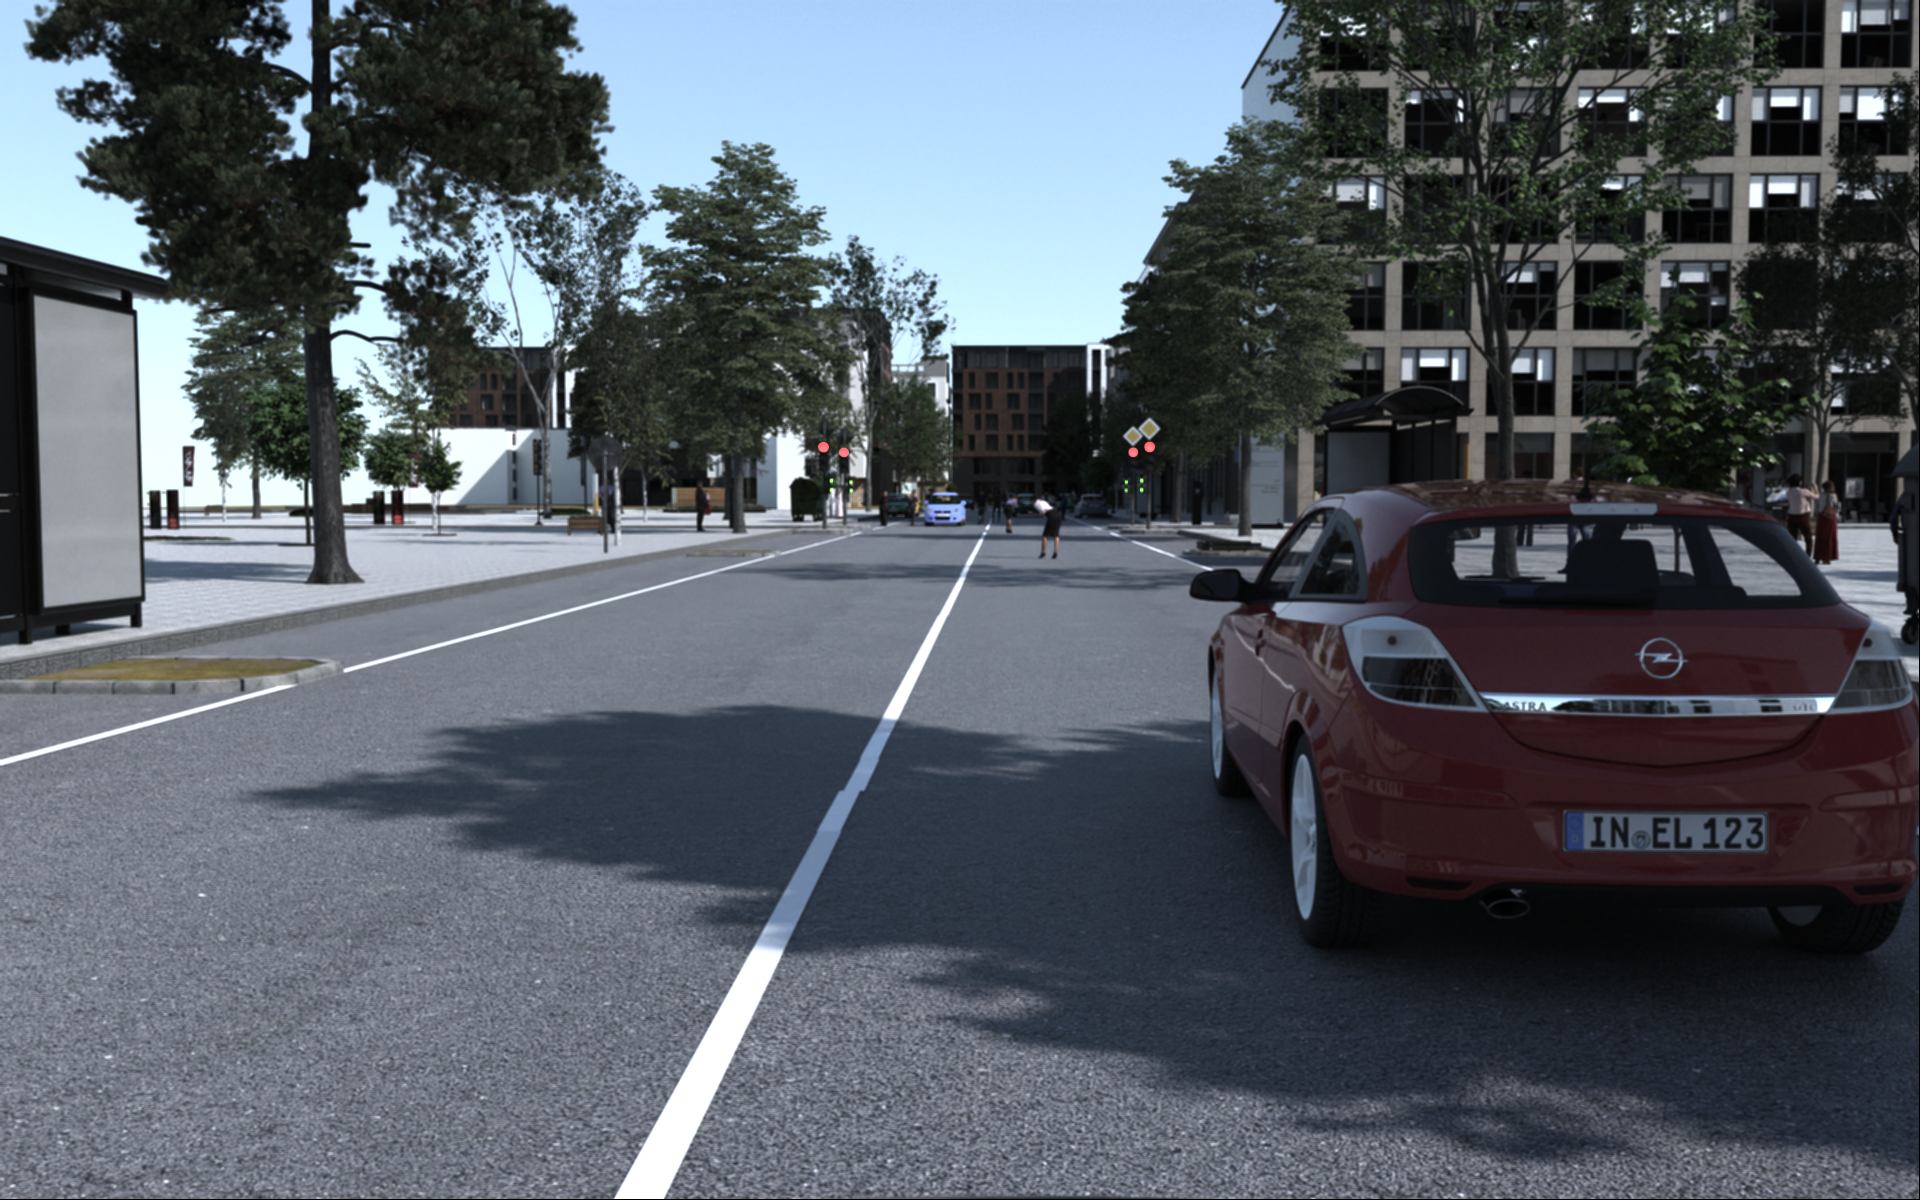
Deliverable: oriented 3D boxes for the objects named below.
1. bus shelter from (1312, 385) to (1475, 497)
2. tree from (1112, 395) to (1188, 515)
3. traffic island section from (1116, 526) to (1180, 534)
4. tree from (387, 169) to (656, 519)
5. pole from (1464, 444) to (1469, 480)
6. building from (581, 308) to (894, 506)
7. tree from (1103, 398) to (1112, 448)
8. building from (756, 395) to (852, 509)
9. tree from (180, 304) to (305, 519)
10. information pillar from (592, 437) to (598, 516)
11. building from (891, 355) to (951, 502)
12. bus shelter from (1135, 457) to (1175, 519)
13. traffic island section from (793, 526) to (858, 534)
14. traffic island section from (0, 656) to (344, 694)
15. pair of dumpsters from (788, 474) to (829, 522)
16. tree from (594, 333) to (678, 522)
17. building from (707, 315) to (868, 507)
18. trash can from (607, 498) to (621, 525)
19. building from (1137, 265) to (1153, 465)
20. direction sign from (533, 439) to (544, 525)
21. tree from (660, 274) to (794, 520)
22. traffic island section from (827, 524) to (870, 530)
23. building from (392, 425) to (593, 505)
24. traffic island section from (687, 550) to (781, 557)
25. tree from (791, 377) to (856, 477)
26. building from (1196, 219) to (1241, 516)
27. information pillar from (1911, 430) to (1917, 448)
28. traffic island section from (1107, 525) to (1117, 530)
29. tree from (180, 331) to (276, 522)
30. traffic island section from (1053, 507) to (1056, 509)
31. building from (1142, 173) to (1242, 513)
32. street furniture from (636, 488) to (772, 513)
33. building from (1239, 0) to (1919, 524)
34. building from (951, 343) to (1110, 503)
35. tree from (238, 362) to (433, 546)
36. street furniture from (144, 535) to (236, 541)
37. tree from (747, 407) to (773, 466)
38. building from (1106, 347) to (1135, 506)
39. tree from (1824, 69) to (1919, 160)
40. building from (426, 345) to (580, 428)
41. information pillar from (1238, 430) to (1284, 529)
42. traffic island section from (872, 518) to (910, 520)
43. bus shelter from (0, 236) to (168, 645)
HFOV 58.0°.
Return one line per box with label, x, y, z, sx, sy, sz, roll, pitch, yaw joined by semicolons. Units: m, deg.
bus shelter;8.612;-2.514;35.025;2.014;3.302;5.546;0;4;1
tree;11.924;-9.381;103.735;4.360;8.622;3.978;0;3;0
traffic island section;6.873;-2.489;62.975;2.009;0.180;2.903;0;4;1
tree;-22.576;-14.321;90.040;12.611;20.169;13.585;0;3;0
pole;20.656;-4.699;70.675;0.158;3.312;0.155;0;3;0
building;-24.799;-22.042;204.353;32.646;21.610;27.936;0;4;1
tree;11.930;-10.414;120.630;4.360;8.622;3.978;0;3;0
building;-14.566;-13.395;161.156;9.099;9.664;28.070;0;4;1
tree;-36.111;-10.454;89.051;7.486;12.596;7.792;0;3;0
information pillar;-14.854;-4.843;70.537;0.183;3.616;0.504;-2;4;-28
building;-7.142;-23.628;242.739;11.380;20.091;16.016;0;4;1
bus shelter;10.195;-5.948;91.180;2.014;3.302;5.546;0;4;2
traffic island section;-4.964;-2.508;63.286;2.009;0.180;2.903;0;4;1
traffic island section;-5.929;0.580;13.384;1.991;0.108;1.994;0;4;1
pair of dumpsters;-7.056;-4.774;80.546;1.574;2.255;4.436;0;4;1
tree;-14.325;-7.816;78.159;4.737;8.622;4.395;0;3;0
building;-17.505;-19.828;180.607;16.016;20.091;11.380;0;4;1
trash can;-14.355;-3.672;71.694;0.748;1.137;0.748;0;3;0
building;30.936;-19.832;168.233;27.936;21.610;32.646;0;4;1
direction sign;-17.438;-4.869;71.607;0.379;3.537;0.876;1;4;8
tree;-11.472;-9.992;85.427;6.751;12.117;7.091;0;3;0
traffic island section;-4.757;-2.996;71.268;2.009;0.180;2.903;0;4;1
building;-54.902;-16.686;214.960;28.070;9.664;9.099;0;4;1
traffic island section;-5.234;-1.079;40.511;1.991;0.108;1.994;0;4;1
tree;-8.834;-9.752;109.807;4.360;8.622;3.978;0;3;0
building;20.100;-14.774;106.181;10.561;19.102;19.286;0;4;1
information pillar;38.800;-4.924;69.879;0.750;3.857;0.750;-2;4;-32
traffic island section;7.080;-2.977;70.958;2.009;0.180;2.903;0;4;1
tree;-33.599;-7.895;79.438;4.360;8.622;3.978;0;3;0
traffic island section;9.716;-9.167;172.744;1.991;0.108;1.994;0;4;1
building;22.974;-18.192;130.722;16.112;22.955;30.059;0;4;1
street furniture;-16.764;-7.040;121.961;11.010;1.723;9.812;-1;4;-20
building;32.010;-17.105;84.186;34.151;26.468;19.350;0;4;1
building;15.360;-24.715;248.066;32.646;21.610;27.936;0;4;1
tree;-16.257;-3.640;43.235;4.285;4.588;4.351;0;3;0
street furniture;-30.919;-2.044;38.446;14.083;1.986;27.439;2;4;27
tree;-11.795;-8.756;93.523;4.360;8.622;3.978;0;3;0
building;26.276;-20.467;201.100;16.747;18.905;31.486;0;4;1
tree;20.418;-6.274;36.994;8.767;10.594;7.601;3;5;42
building;-57.530;-24.875;250.681;32.646;21.610;27.936;0;4;1
information pillar;11.045;-4.412;63.449;1.656;3.620;0.184;2;4;24
traffic island section;-3.793;-4.467;95.902;1.991;0.108;1.994;0;4;1
bus shelter;-8.789;-2.120;12.293;2.179;5.291;8.768;0;4;1
